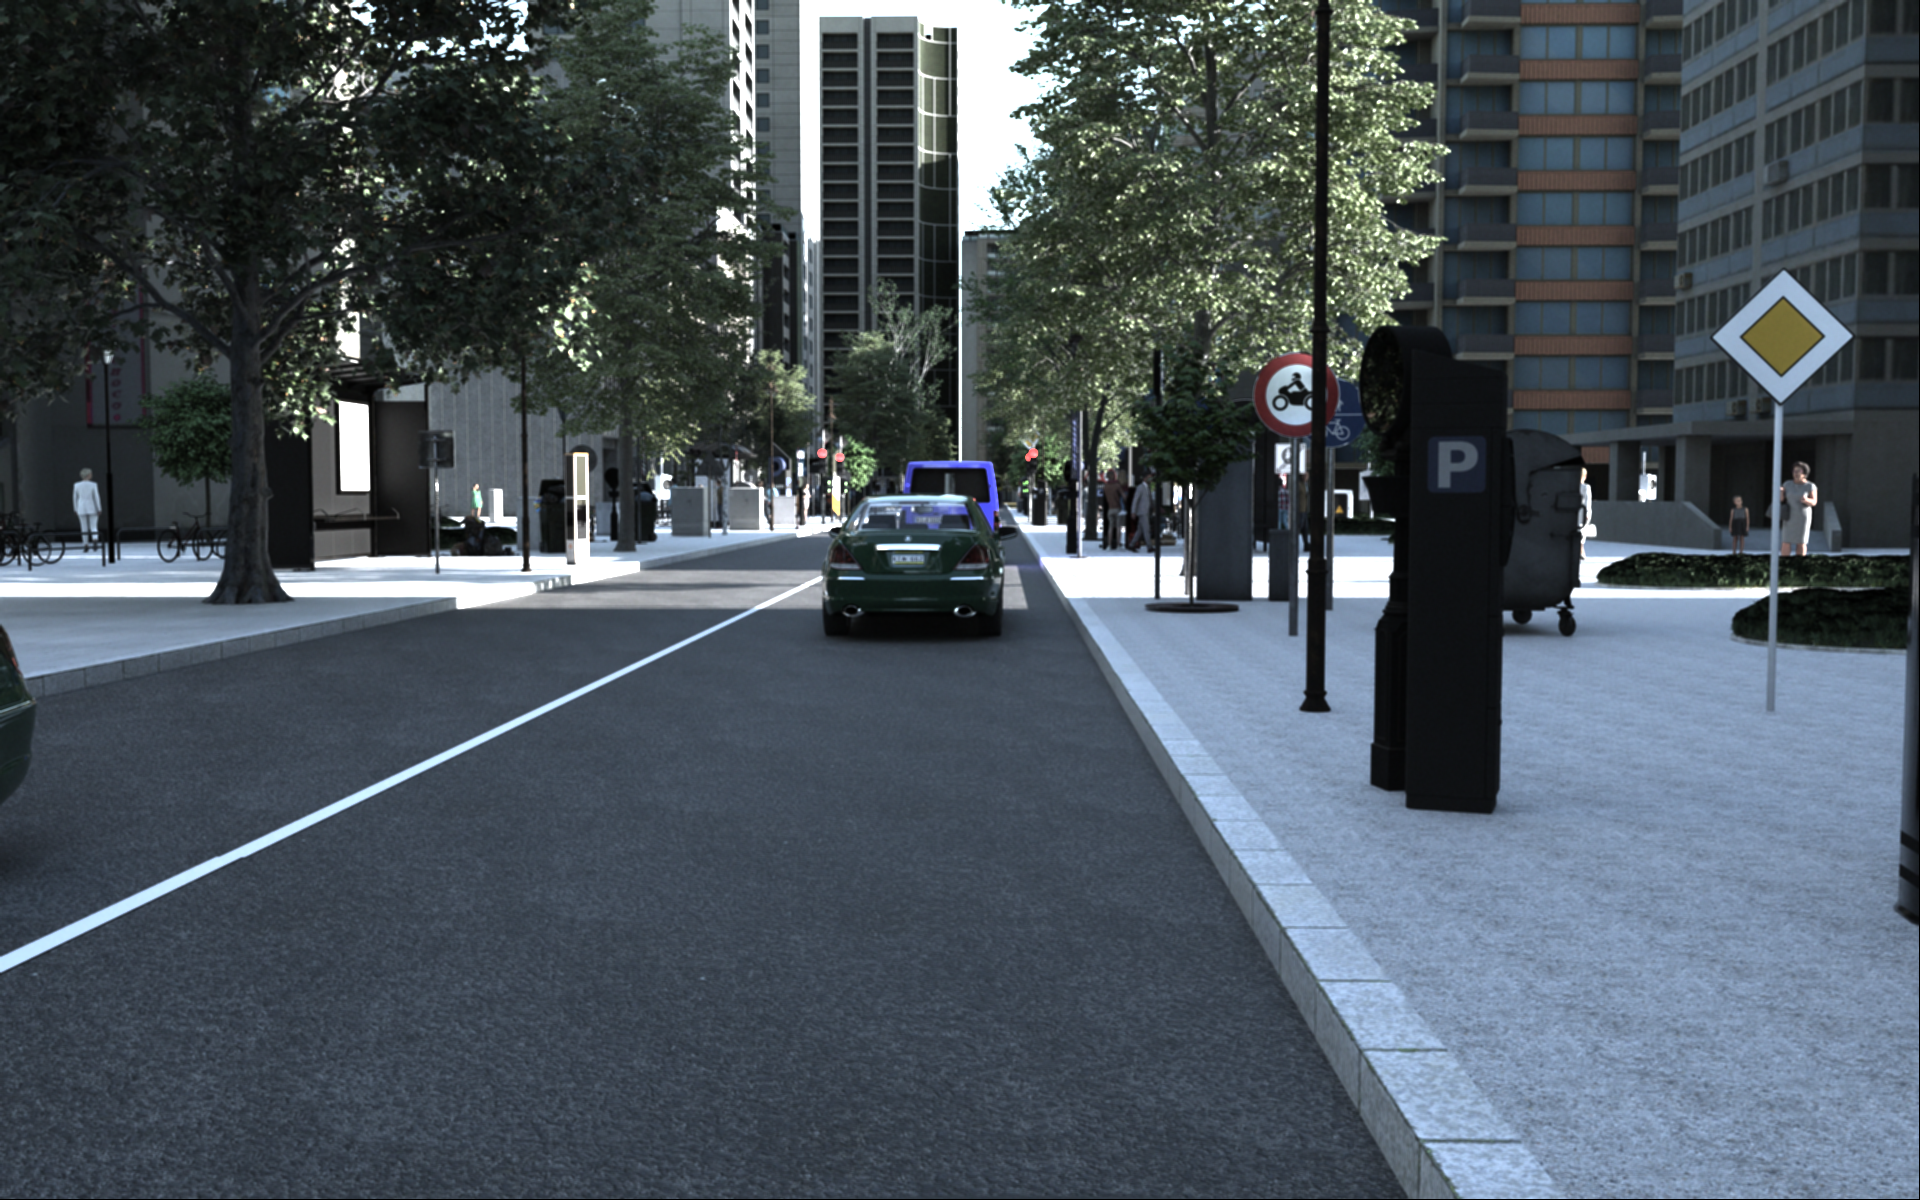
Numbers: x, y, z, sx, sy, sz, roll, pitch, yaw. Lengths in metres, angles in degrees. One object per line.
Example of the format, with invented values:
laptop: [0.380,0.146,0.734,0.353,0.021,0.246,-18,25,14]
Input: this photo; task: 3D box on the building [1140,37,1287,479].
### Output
building: [32.096,-34.642,186.006,23.786,49.044,30.456,0,4,1]

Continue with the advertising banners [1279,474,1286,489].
advertising banners: [14.870,-5.340,83.502,2.074,3.025,0.090,-1,4,-14]

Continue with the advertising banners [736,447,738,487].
advertising banners: [-8.112,-4.051,62.429,0.090,3.025,2.074,0,4,-2]

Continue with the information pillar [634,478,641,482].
information pillar: [-13.613,-4.214,73.396,0.304,2.012,0.304,3,4,38]

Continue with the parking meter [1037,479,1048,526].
parking meter: [3.303,-3.885,69.233,0.399,1.863,0.255,1,4,21]

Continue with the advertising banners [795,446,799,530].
advertising banners: [-5.860,-4.053,62.460,0.090,3.025,2.074,0,4,-3]

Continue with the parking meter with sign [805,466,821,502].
parking meter with sign: [-9.147,-6.847,108.204,1.738,3.016,0.543,2,4,32]

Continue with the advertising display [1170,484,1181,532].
advertising display: [7.325,-3.272,58.714,0.123,1.923,0.974,2,4,23]

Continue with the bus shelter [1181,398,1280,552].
bus shelter: [6.086,-2.778,39.352,2.014,3.302,5.546,0,4,1]

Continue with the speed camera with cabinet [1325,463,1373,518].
speed camera with cabinet: [15.382,-4.501,67.928,2.038,3.252,0.660,0,4,-2]

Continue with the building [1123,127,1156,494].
building: [27.125,-34.176,208.890,14.600,45.320,14.200,0,4,1]

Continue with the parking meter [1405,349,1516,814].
parking meter: [2.039,-0.082,7.047,0.399,1.863,0.255,1,4,21]

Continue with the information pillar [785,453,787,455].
information pillar: [-10.083,-6.617,99.545,0.183,3.616,0.504,-2,4,-29]

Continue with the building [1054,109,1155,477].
building: [28.290,-44.016,261.662,28.212,58.520,21.231,0,4,1]

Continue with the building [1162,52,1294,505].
building: [26.164,-29.391,164.142,14.154,41.232,14.086,0,4,1]

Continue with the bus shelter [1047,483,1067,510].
bus shelter: [7.254,-8.624,132.289,1.731,3.624,6.357,0,4,1]

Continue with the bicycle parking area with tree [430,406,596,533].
bicycle parking area with tree: [-15.369,-4.209,55.818,8.231,4.147,9.016,0,4,2]

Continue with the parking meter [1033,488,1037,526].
parking meter: [3.143,-3.777,70.157,0.372,1.533,0.369,0,3,0]

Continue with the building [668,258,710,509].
building: [-25.252,-17.715,125.790,11.583,22.565,21.152,0,4,1]

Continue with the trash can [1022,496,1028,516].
trash can: [4.075,-5.574,102.789,0.748,1.137,0.748,0,3,0]

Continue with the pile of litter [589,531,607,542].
pile of litter: [-10.300,-1.988,46.471,1.719,0.858,1.176,-1,4,-8]

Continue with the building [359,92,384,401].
building: [-45.355,-19.214,101.532,23.554,28.519,14.401,0,4,1]

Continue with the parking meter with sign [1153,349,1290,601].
parking meter with sign: [3.223,-1.509,20.928,1.738,3.016,0.543,1,4,11]

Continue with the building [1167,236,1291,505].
building: [30.952,-17.468,130.647,27.650,21.520,28.899,0,4,1]

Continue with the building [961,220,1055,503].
building: [7.085,-35.249,259.911,14.086,41.232,14.154,0,4,1]

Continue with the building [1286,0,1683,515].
building: [33.248,-27.512,104.451,28.867,44.769,22.147,0,4,1]

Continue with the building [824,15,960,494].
building: [-10.491,-50.414,262.516,20.611,71.187,20.563,0,4,1]

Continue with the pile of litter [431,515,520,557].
pile of litter: [-10.071,-1.346,35.980,1.719,0.858,1.176,1,4,10]

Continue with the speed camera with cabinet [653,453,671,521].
speed camera with cabinet: [-14.637,-5.380,82.296,2.038,3.252,0.660,-3,5,-45]

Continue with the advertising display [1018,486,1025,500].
advertising display: [4.979,-8.223,139.663,0.123,1.923,0.974,-2,4,-31]

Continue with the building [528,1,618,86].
building: [-28.219,-44.462,165.208,20.563,71.187,20.611,0,4,1]

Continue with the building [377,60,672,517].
building: [-25.501,-17.535,104.719,12.078,24.808,19.932,0,4,1]

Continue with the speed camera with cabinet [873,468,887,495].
speed camera with cabinet: [-6.296,-8.172,127.951,0.660,3.252,2.038,-3,5,-43]

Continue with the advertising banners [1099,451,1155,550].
advertising banners: [4.025,-2.708,40.472,2.074,3.025,0.090,-3,5,-40]

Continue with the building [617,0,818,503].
building: [-27.932,-47.020,207.026,20.611,71.187,20.563,0,4,1]

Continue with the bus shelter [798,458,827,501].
bus shelter: [-9.339,-7.415,112.515,1.731,3.624,6.357,0,4,1]

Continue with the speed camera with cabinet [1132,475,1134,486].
speed camera with cabinet: [8.182,-5.472,83.806,0.660,3.252,2.038,1,4,15]

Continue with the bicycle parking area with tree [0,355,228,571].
bicycle parking area with tree: [-18.216,-2.799,32.774,8.231,4.147,9.016,2,4,26]

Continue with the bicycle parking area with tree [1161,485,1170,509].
bicycle parking area with tree: [12.485,-7.156,104.003,9.016,4.147,8.231,1,4,8]

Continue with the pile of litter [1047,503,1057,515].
pile of litter: [5.397,-5.606,105.616,1.719,0.858,1.176,-2,4,-33]

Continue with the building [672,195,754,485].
building: [-24.803,-20.073,146.221,12.078,24.808,19.932,0,4,1]

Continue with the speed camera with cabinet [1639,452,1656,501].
speed camera with cabinet: [31.723,-5.289,80.809,2.038,3.252,0.660,-3,5,-42]

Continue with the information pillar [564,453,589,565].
information pillar: [-6.928,-1.640,31.313,0.304,2.012,0.304,3,5,43]

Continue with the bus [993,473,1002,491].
bus: [3.445,-12.833,201.369,2.896,3.916,12.252,0,4,0]

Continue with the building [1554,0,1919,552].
building: [33.501,-21.596,44.970,32.217,40.220,23.993,0,4,1]

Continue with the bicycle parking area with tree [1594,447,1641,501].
bicycle parking area with tree: [32.267,-6.229,88.850,8.231,4.147,9.016,1,4,14]

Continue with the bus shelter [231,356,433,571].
bus shelter: [-11.224,-2.479,31.813,1.731,3.624,6.357,0,4,1]

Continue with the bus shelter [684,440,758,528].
bus shelter: [-9.291,-4.512,67.695,2.014,3.302,5.546,0,4,1]

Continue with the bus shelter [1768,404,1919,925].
bus shelter: [2.946,-1.434,1.074,2.179,5.291,8.768,0,4,1]

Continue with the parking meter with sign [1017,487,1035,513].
parking meter with sign: [4.849,-7.564,119.938,1.738,3.016,0.543,0,4,5]

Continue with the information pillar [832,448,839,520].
information pillar: [-6.183,-5.811,86.357,0.183,3.616,0.504,3,5,41]

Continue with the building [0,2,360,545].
building: [-31.648,-26.002,48.827,21.600,48.544,21.300,0,4,1]

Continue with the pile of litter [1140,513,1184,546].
pile of litter: [4.881,-1.788,43.191,1.719,0.858,1.176,0,4,-7]

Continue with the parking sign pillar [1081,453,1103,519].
parking sign pillar: [7.222,-6.136,88.795,1.447,3.967,1.447,1,4,19]

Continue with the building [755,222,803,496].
building: [-24.486,-25.199,183.699,14.160,30.474,14.107,0,4,1]
